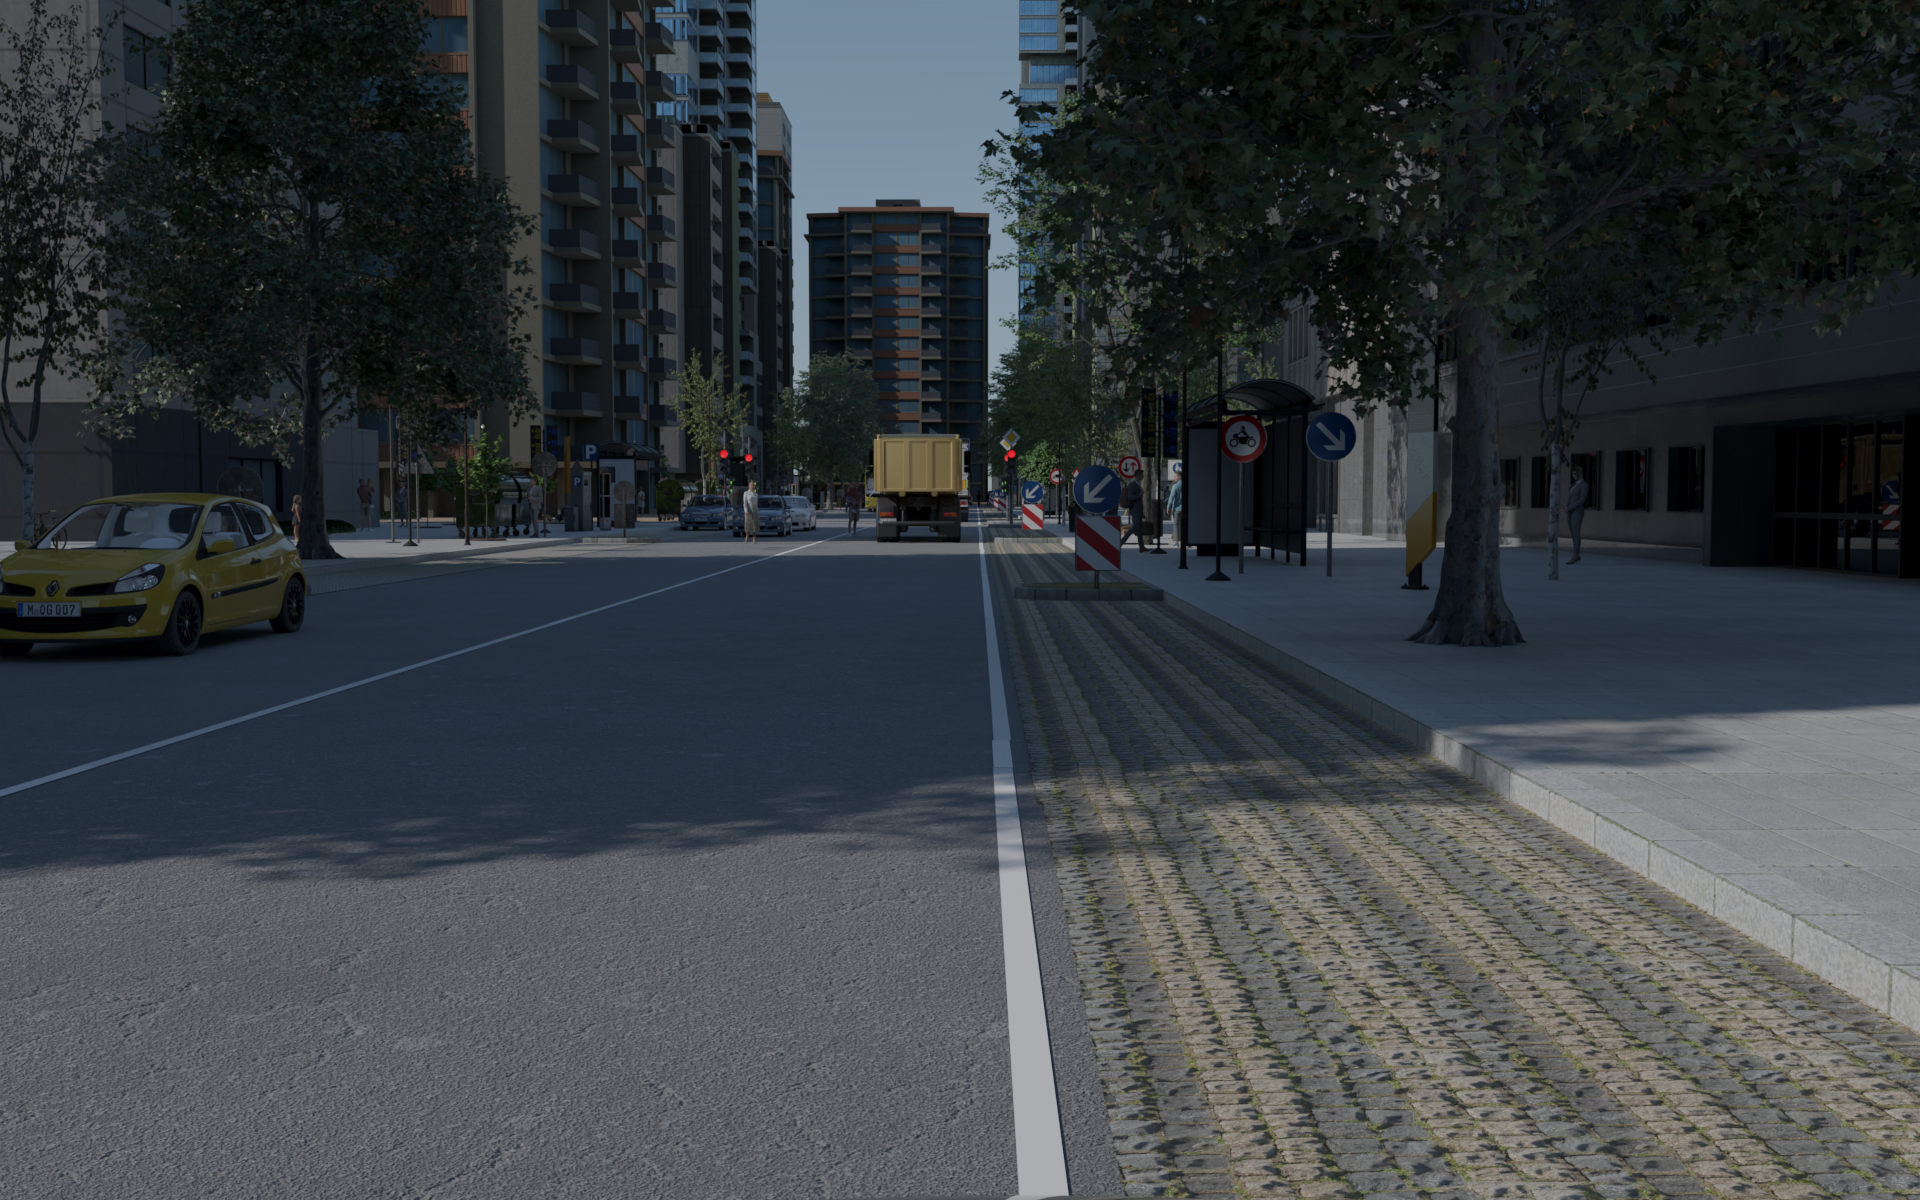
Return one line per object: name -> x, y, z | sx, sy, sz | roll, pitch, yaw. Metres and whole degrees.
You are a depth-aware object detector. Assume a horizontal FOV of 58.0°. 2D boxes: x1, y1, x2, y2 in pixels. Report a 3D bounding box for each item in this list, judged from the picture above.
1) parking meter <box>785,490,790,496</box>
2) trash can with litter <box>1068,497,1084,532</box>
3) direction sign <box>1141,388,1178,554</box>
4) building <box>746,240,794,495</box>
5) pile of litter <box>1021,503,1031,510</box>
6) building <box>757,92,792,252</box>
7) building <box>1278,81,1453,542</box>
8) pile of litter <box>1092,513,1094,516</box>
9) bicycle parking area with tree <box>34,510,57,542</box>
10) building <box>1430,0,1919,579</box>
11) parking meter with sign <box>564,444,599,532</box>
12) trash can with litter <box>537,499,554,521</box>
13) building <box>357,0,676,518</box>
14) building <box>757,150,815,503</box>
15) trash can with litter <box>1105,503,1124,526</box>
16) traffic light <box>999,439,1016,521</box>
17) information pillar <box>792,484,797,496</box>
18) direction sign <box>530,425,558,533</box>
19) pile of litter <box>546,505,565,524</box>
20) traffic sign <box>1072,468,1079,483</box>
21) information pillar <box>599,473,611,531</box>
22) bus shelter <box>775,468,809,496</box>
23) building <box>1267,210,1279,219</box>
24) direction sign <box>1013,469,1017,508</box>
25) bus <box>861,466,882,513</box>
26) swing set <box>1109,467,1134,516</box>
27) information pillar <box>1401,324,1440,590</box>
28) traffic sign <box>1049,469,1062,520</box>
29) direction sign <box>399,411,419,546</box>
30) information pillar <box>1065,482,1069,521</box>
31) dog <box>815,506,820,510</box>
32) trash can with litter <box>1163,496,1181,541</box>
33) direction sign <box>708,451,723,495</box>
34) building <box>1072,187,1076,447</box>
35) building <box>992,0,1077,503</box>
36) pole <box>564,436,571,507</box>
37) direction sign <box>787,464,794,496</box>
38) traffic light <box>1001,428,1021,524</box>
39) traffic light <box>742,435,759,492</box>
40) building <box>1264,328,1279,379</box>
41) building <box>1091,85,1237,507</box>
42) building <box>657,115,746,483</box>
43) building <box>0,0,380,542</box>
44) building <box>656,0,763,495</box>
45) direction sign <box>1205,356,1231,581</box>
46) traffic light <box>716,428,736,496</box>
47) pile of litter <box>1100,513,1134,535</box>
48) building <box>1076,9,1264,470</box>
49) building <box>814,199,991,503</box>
parking meter -> -11.591, -6.614, 116.546 | 0.372, 1.533, 0.369 | 0, 3, 0
trash can with litter -> 4.107, -2.840, 57.818 | 1.055, 1.170, 0.624 | 0, 4, 6
direction sign -> 4.268, -2.760, 37.117 | 0.876, 3.537, 0.379 | -1, 4, -23
building -> -26.406, -25.891, 195.021 | 14.160, 30.474, 14.107 | 0, 4, 1
pile of litter -> 5.354, -7.627, 138.672 | 1.719, 0.858, 1.176 | 0, 4, -1
building -> -39.212, -43.748, 257.282 | 28.212, 58.520, 21.231 | 0, 4, 1
building -> 17.973, -14.511, 55.270 | 12.078, 24.808, 19.932 | 0, 4, 1
pile of litter -> 5.101, -3.100, 64.658 | 1.719, 0.858, 1.176 | 1, 4, 23
bicycle parking area with tree -> -23.166, -2.936, 35.011 | 8.231, 4.147, 9.016 | 0, 4, 3
building -> 18.954, -12.920, 30.315 | 14.314, 24.678, 30.058 | 0, 4, 1
parking meter with sign -> -13.026, -3.869, 59.514 | 0.543, 3.016, 1.738 | 1, 4, 14
trash can with litter -> -19.940, -4.377, 82.945 | 1.055, 1.170, 0.624 | 2, 4, 27
building -> -29.541, -27.577, 105.516 | 22.147, 44.769, 28.867 | 0, 4, 1
building -> -33.832, -34.197, 213.742 | 28.867, 44.769, 22.147 | 0, 4, 1
trash can with litter -> 5.789, -3.646, 70.667 | 2.233, 1.210, 1.678 | 0, 4, 5
traffic light -> 2.246, -5.676, 81.723 | 0.839, 4.253, 0.868 | 0, 4, 1
information pillar -> -12.317, -7.623, 129.135 | 0.304, 2.012, 0.304 | 1, 4, 22
direction sign -> -13.678, -3.976, 57.000 | 0.876, 3.537, 0.379 | -2, 4, -25
pile of litter -> -16.999, -3.676, 74.060 | 1.719, 0.858, 1.176 | 3, 5, 40
traffic sign -> 5.713, -5.193, 84.904 | 0.884, 2.594, 0.081 | 1, 4, 9
information pillar -> -12.496, -3.455, 60.981 | 0.304, 2.012, 0.304 | -3, 4, -38
bus shelter -> -13.013, -8.604, 134.602 | 2.014, 3.302, 5.546 | 0, 4, 1
building -> 49.544, -41.143, 261.928 | 27.495, 52.752, 28.713 | 0, 4, 1
direction sign -> 4.754, -9.949, 154.661 | 0.876, 3.537, 0.379 | -3, 5, -43
bus -> -5.870, -8.886, 136.835 | 2.896, 3.916, 12.252 | 0, 4, 1
swing set -> 8.949, -6.186, 98.760 | 3.119, 2.851, 2.862 | -2, 4, -29
information pillar -> 6.168, -1.944, 23.135 | 0.183, 3.616, 0.504 | -2, 4, -31
traffic sign -> 4.878, -5.327, 87.200 | 0.768, 2.556, 0.104 | 0, 4, 6
direction sign -> -13.501, -3.086, 42.447 | 0.379, 3.537, 0.876 | 1, 4, 10
information pillar -> 5.010, -4.750, 82.147 | 0.304, 2.012, 0.304 | 0, 4, -3
dog -> -11.302, -7.306, 137.195 | 0.748, 0.427, 0.550 | 0, 4, 3
trash can with litter -> 5.968, -2.166, 46.802 | 0.624, 1.170, 1.055 | -1, 4, -14
direction sign -> -12.969, -6.120, 92.065 | 0.876, 3.537, 0.379 | 1, 4, 21
building -> 21.051, -32.649, 217.407 | 14.154, 41.232, 14.086 | 0, 4, 1
building -> 20.264, -57.790, 257.539 | 31.000, 86.520, 22.319 | 0, 4, 1
pole -> -13.892, -4.125, 61.289 | 0.158, 3.312, 0.155 | 0, 3, 0
direction sign -> -12.732, -8.450, 130.153 | 0.379, 3.537, 0.876 | 2, 4, 24
traffic light -> 2.171, -5.188, 73.738 | 0.839, 4.253, 0.868 | 0, 4, 1
traffic light -> -9.915, -5.682, 81.821 | 0.839, 4.253, 0.868 | 0, 4, 1
building -> 39.076, -27.262, 217.432 | 14.107, 30.474, 14.160 | 0, 4, 1
building -> 20.209, -30.053, 174.964 | 14.154, 41.232, 14.086 | 0, 4, 1
building -> -25.046, -22.241, 135.344 | 14.160, 30.474, 14.107 | 0, 4, 1
building -> -32.827, -37.704, 54.705 | 20.611, 71.187, 20.563 | 0, 4, 1
building -> -30.768, -52.487, 170.839 | 22.319, 86.520, 31.000 | 0, 4, 1
direction sign -> 3.834, -2.056, 25.617 | 0.379, 3.537, 0.876 | 1, 4, 10
traffic light -> -9.990, -5.194, 73.837 | 0.839, 4.253, 0.868 | 0, 4, 1
pile of litter -> 5.522, -2.528, 55.304 | 1.719, 0.858, 1.176 | -3, 4, -36
building -> 23.663, -39.984, 195.744 | 21.231, 58.520, 28.212 | 0, 4, 1
building -> -9.859, -37.016, 259.834 | 28.867, 44.769, 22.147 | 0, 4, 1
